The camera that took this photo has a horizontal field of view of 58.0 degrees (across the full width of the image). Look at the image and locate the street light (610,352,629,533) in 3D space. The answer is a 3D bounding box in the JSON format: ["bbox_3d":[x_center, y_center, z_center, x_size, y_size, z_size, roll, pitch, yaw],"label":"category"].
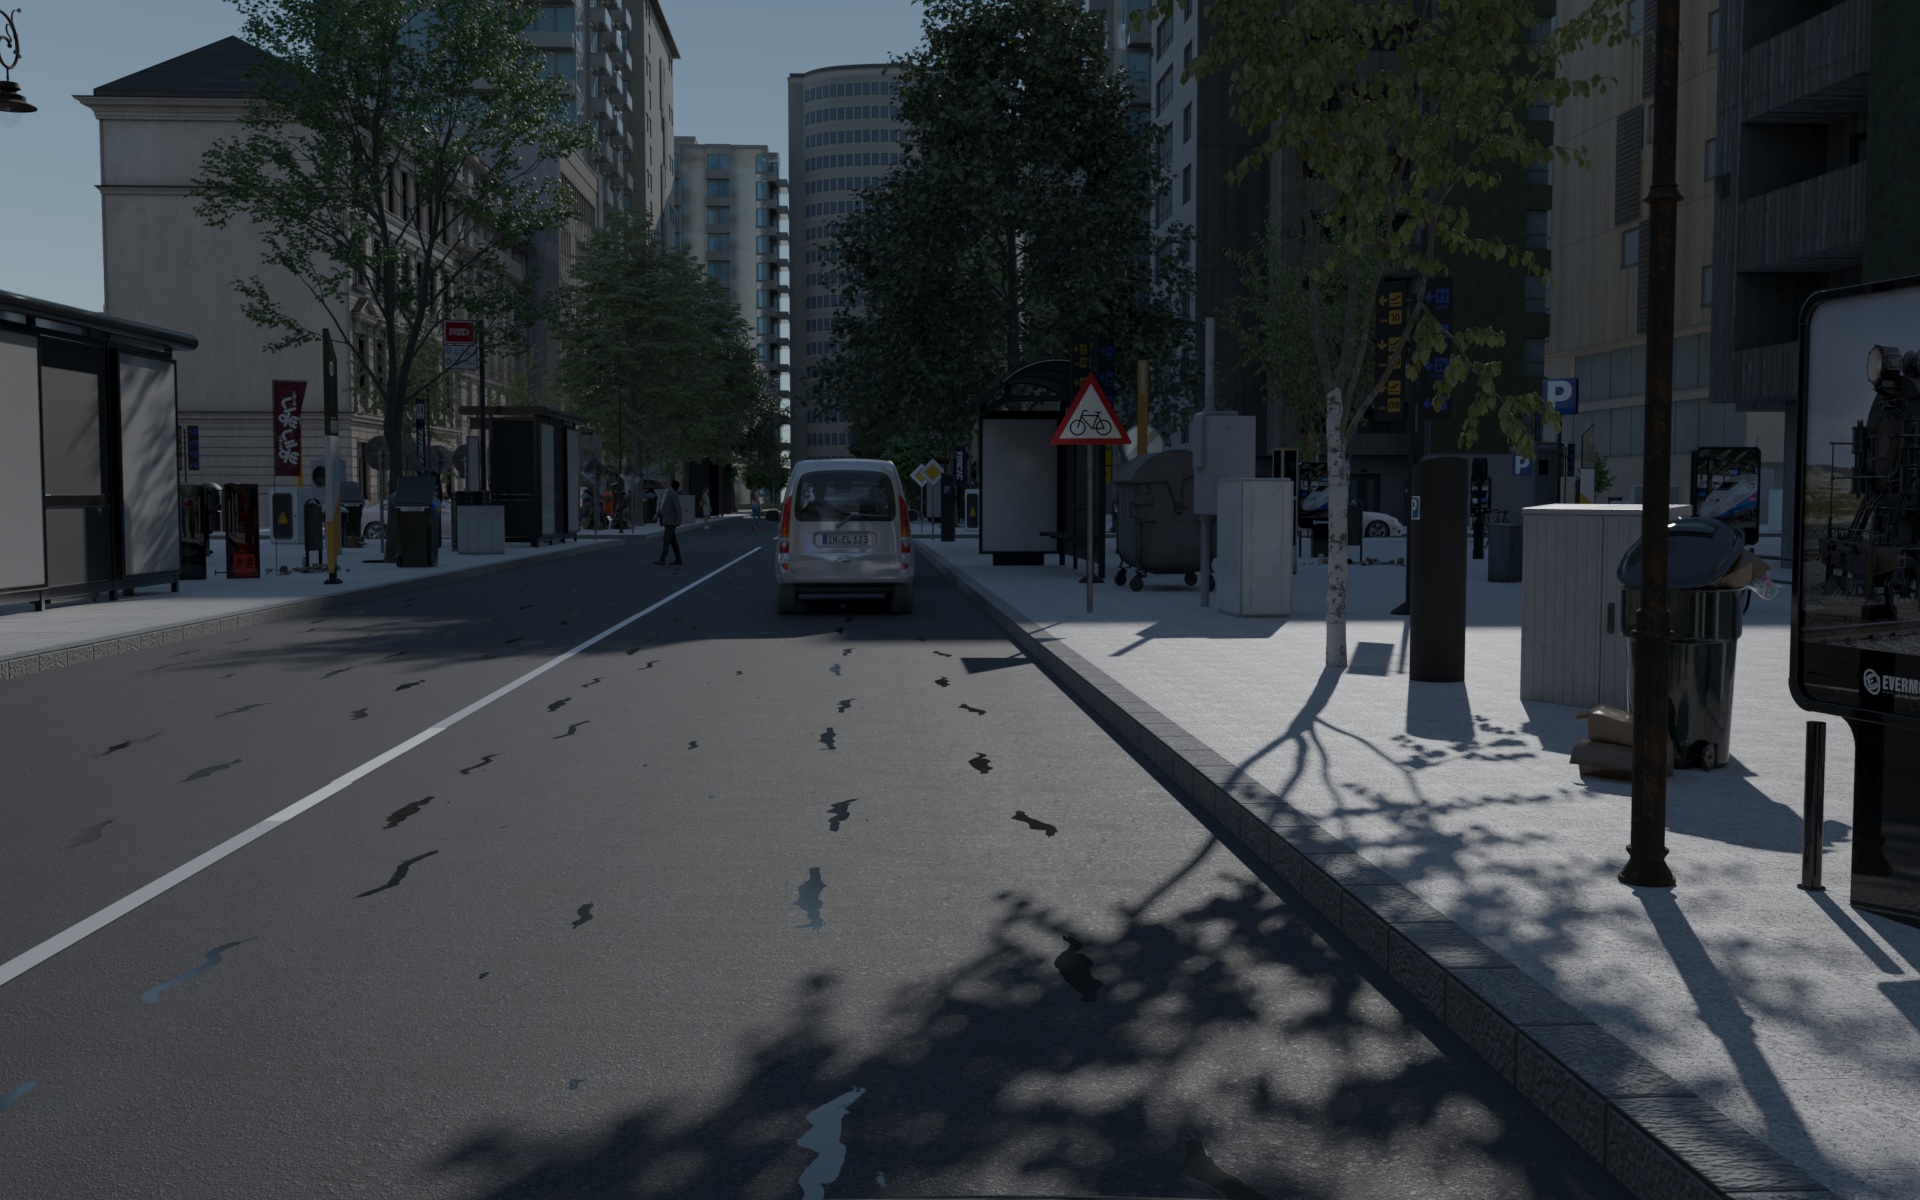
[{"bbox_3d":[-11.098,-5.125,56.575,0.468,5.910,1.993,0,4,-3],"label":"street light"}]

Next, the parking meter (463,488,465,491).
[{"bbox_3d":[-13.332,-2.375,47.250,0.372,1.533,0.369,0,3,0],"label":"parking meter"}]

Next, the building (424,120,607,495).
[{"bbox_3d":[-32.070,-18.459,119.825,12.078,24.808,19.932,0,4,-3],"label":"building"}]

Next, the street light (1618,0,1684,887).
[{"bbox_3d":[2.274,-2.004,5.555,0.468,5.910,1.993,0,4,-3],"label":"street light"}]

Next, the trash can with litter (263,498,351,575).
[{"bbox_3d":[-10.872,-1.060,28.394,1.678,1.210,2.233,0,4,4],"label":"trash can with litter"}]

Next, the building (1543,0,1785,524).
[{"bbox_3d":[44.572,-30.213,83.228,27.495,52.752,28.713,0,4,-3],"label":"building"}]

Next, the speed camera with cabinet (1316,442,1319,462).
[{"bbox_3d":[12.097,-3.918,58.401,0.660,3.252,2.038,1,4,22],"label":"speed camera with cabinet"}]

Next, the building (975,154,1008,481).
[{"bbox_3d":[8.537,-30.980,190.113,14.154,41.232,14.086,0,4,-3],"label":"building"}]

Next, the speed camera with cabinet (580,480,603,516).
[{"bbox_3d":[-23.520,-7.023,109.169,2.038,3.252,0.660,1,4,23],"label":"speed camera with cabinet"}]

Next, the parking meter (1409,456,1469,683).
[{"bbox_3d":[3.293,-0.214,11.915,0.372,1.533,0.369,0,3,0],"label":"parking meter"}]

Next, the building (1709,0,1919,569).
[{"bbox_3d":[19.674,-15.578,26.404,14.160,30.474,14.107,0,4,-3],"label":"building"}]

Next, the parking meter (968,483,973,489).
[{"bbox_3d":[0.562,-5.380,93.666,0.255,1.863,0.399,-1,4,-13],"label":"parking meter"}]

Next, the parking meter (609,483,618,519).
[{"bbox_3d":[-18.041,-5.169,90.232,0.255,1.863,0.399,3,4,38],"label":"parking meter"}]

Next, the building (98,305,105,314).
[{"bbox_3d":[-72.815,-20.419,178.894,28.899,21.520,27.650,0,4,-3],"label":"building"}]

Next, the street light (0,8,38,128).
[{"bbox_3d":[-8.639,-2.595,15.215,0.468,5.910,1.993,0,4,-3],"label":"street light"}]

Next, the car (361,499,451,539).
[{"bbox_3d":[-15.493,-2.349,50.762,4.827,1.381,2.083,0,4,-3],"label":"car"}]

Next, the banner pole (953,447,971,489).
[{"bbox_3d":[0.135,-4.332,60.840,0.863,3.779,0.401,-1,4,-19],"label":"banner pole"}]

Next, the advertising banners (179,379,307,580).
[{"bbox_3d":[-10.905,-1.835,26.196,2.074,3.025,0.090,-2,4,-35],"label":"advertising banners"}]

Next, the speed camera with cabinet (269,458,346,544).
[{"bbox_3d":[-16.670,-3.051,44.220,2.038,3.252,0.660,1,4,22],"label":"speed camera with cabinet"}]

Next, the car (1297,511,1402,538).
[{"bbox_3d":[11.075,-2.483,52.959,4.827,1.381,2.083,0,4,-3],"label":"car"}]

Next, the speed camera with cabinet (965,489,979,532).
[{"bbox_3d":[0.985,-3.931,58.613,0.660,3.252,2.038,-3,4,-37],"label":"speed camera with cabinet"}]

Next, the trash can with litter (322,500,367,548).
[{"bbox_3d":[-14.719,-1.839,41.461,1.055,1.170,0.624,1,4,10],"label":"trash can with litter"}]

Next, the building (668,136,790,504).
[{"bbox_3d":[-38.363,-37.599,234.351,30.456,49.044,23.786,0,4,-3],"label":"building"}]

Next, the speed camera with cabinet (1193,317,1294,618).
[{"bbox_3d":[3.065,-1.499,18.841,0.660,3.252,2.038,0,4,-6],"label":"speed camera with cabinet"}]

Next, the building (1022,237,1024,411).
[{"bbox_3d":[14.700,-52.226,166.563,22.319,86.520,31.000,0,4,-3],"label":"building"}]

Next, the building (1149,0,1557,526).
[{"bbox_3d":[16.248,-18.563,75.206,14.107,30.474,14.160,0,4,-3],"label":"building"}]

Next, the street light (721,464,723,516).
[{"bbox_3d":[-13.618,-7.718,98.970,0.468,5.910,1.993,0,4,-3],"label":"street light"}]

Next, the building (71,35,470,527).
[{"bbox_3d":[-28.727,-12.895,75.453,10.561,19.102,19.286,0,4,-3],"label":"building"}]

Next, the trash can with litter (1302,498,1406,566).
[{"bbox_3d":[7.346,-1.241,31.349,2.233,1.210,1.678,3,5,40],"label":"trash can with litter"}]

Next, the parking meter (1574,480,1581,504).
[{"bbox_3d":[25.396,-4.002,71.145,0.255,1.863,0.399,1,4,10],"label":"parking meter"}]

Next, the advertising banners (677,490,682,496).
[{"bbox_3d":[-17.059,-6.656,105.008,0.090,3.025,2.074,-2,4,-28],"label":"advertising banners"}]

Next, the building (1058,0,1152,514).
[{"bbox_3d":[18.617,-30.422,117.003,23.786,49.044,30.456,0,4,-3],"label":"building"}]

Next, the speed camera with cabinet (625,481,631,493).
[{"bbox_3d":[-19.517,-6.725,104.297,0.660,3.252,2.038,1,4,14],"label":"speed camera with cabinet"}]

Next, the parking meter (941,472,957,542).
[{"bbox_3d":[-0.304,-2.507,46.705,0.399,1.863,0.255,1,4,14],"label":"parking meter"}]

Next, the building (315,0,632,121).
[{"bbox_3d":[-39.433,-32.088,144.247,23.786,49.044,30.456,0,4,-3],"label":"building"}]

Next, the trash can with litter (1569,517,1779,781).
[{"bbox_3d":[3.288,0.207,8.007,0.624,1.170,1.055,3,5,43],"label":"trash can with litter"}]

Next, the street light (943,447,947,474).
[{"bbox_3d":[-0.403,-4.587,47.791,0.468,5.910,1.993,0,4,-3],"label":"street light"}]

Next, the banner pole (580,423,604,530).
[{"bbox_3d":[-13.003,-4.350,61.140,0.863,3.779,0.401,1,4,9],"label":"banner pole"}]

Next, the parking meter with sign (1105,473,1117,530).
[{"bbox_3d":[5.967,-4.016,61.920,1.738,3.016,0.543,-1,4,-16],"label":"parking meter with sign"}]

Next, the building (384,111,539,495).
[{"bbox_3d":[-32.617,-15.663,97.887,13.314,21.916,24.055,0,4,-3],"label":"building"}]

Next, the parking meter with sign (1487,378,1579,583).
[{"bbox_3d":[8.445,-1.795,25.603,1.738,3.016,0.543,-3,5,-43],"label":"parking meter with sign"}]

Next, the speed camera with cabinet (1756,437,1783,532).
[{"bbox_3d":[27.916,-3.975,59.333,0.660,3.252,2.038,-1,4,-15],"label":"speed camera with cabinet"}]

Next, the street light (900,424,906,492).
[{"bbox_3d":[-2.898,-7.113,89.084,0.468,5.910,1.993,0,4,-3],"label":"street light"}]

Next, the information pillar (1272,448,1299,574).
[{"bbox_3d":[5.197,-1.420,27.707,0.304,2.012,0.304,-1,4,-21],"label":"information pillar"}]

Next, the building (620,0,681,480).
[{"bbox_3d":[-43.919,-36.084,179.218,27.495,52.752,28.713,0,4,-3],"label":"building"}]

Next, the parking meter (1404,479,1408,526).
[{"bbox_3d":[17.826,-3.853,68.708,0.255,1.863,0.399,-1,4,-18],"label":"parking meter"}]

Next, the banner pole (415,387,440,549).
[{"bbox_3d":[-12.413,-3.066,40.152,0.401,3.779,0.863,1,4,9],"label":"banner pole"}]

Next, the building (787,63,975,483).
[{"bbox_3d":[-8.972,-42.395,235.158,28.212,58.520,21.231,0,4,-3],"label":"building"}]

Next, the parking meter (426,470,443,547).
[{"bbox_3d":[-12.653,-2.195,41.604,0.399,1.863,0.255,-2,4,-29],"label":"parking meter"}]
